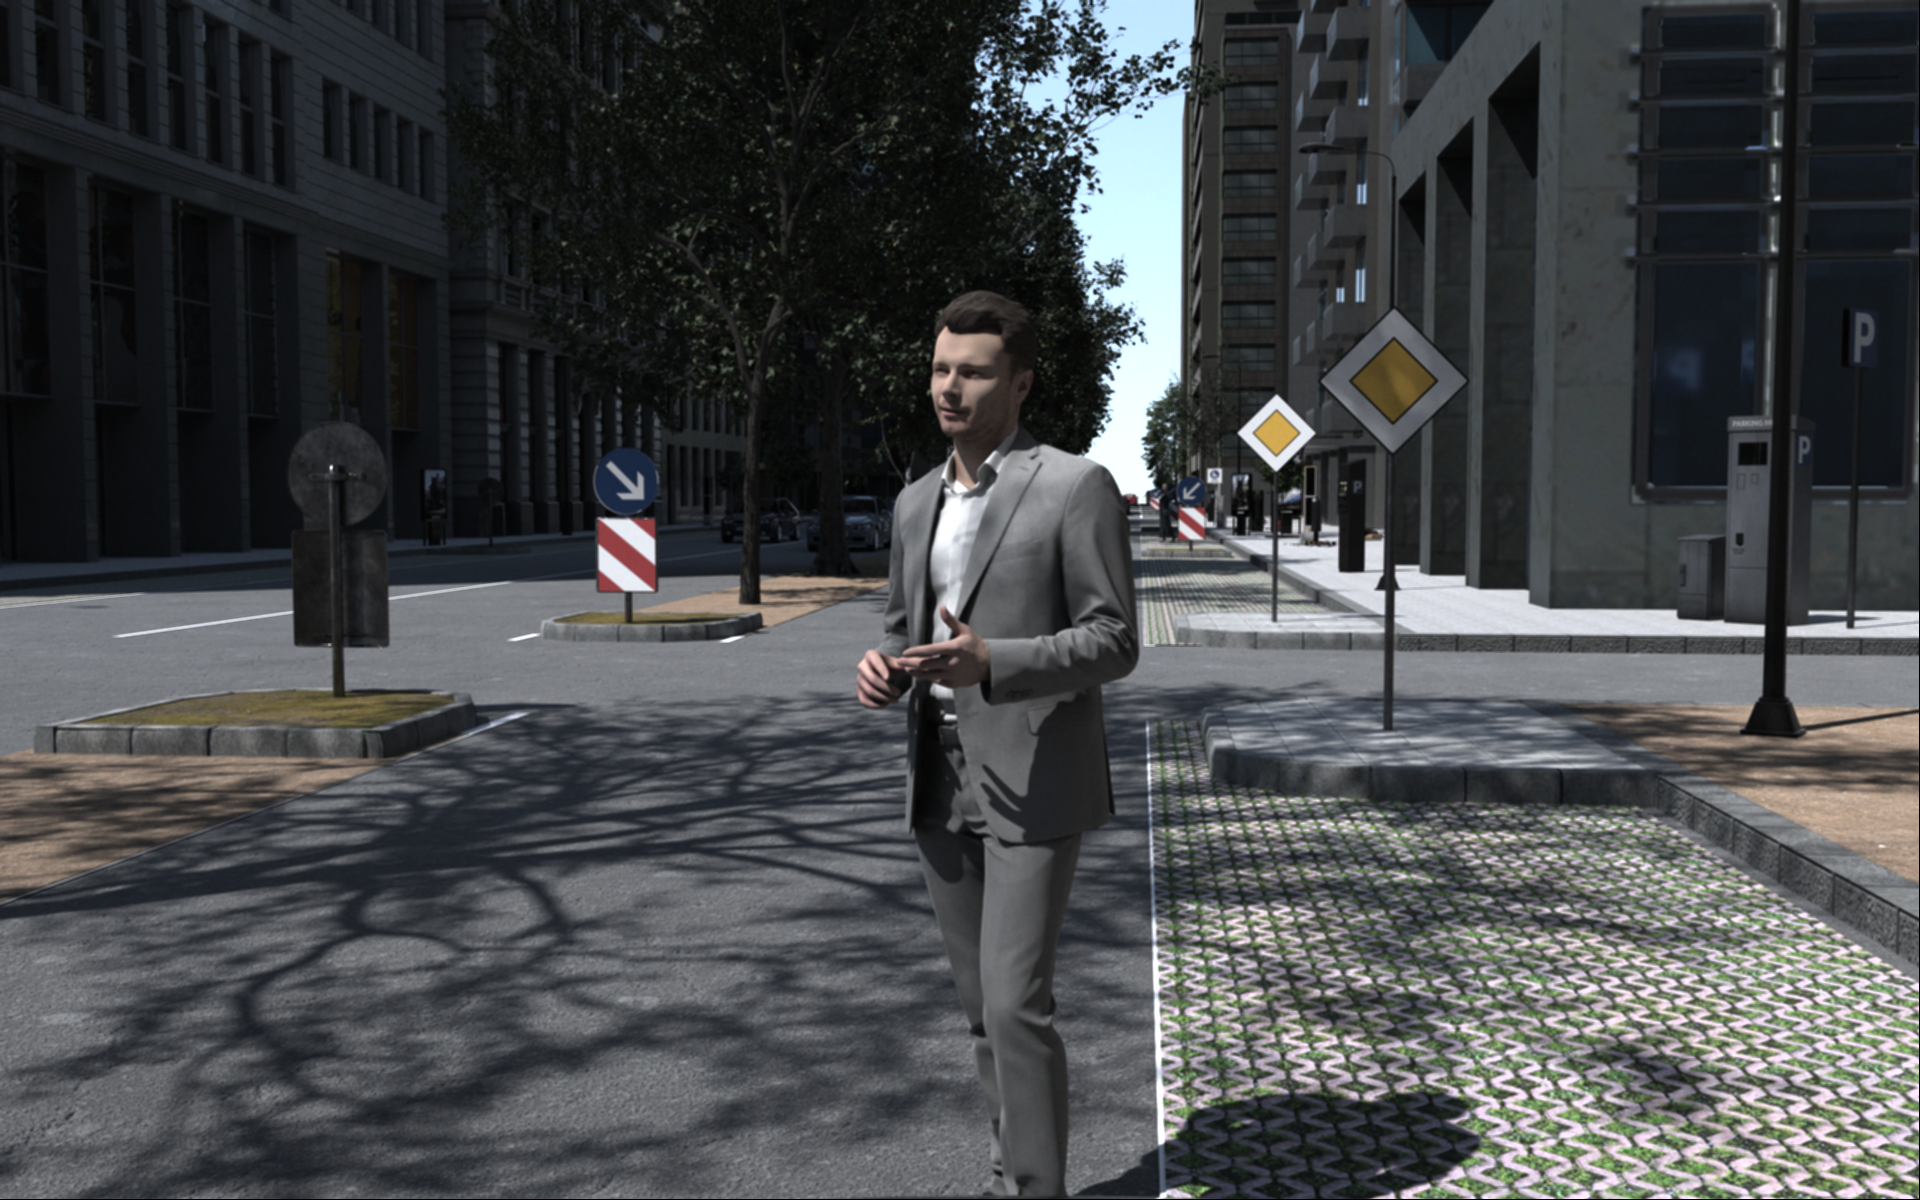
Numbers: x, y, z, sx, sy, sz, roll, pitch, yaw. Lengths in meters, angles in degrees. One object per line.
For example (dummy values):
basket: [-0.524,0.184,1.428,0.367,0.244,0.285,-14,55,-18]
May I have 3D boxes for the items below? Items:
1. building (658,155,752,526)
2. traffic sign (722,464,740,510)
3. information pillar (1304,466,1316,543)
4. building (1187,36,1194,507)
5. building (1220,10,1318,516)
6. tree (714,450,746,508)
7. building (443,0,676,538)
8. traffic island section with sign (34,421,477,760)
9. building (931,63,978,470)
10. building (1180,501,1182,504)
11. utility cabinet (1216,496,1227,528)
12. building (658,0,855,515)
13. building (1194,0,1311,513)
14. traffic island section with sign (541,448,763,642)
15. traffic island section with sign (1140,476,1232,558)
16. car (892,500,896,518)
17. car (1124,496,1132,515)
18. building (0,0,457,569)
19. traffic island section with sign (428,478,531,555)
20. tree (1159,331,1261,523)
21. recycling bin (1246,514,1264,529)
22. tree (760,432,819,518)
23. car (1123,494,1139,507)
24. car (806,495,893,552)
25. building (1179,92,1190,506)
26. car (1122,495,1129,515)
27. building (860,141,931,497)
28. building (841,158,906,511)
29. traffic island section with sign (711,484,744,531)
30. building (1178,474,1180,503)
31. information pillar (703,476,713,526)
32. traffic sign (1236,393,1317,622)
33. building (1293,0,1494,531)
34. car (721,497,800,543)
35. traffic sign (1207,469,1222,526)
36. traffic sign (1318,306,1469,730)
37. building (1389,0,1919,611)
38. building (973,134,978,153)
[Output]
building: [-16.291,-13.659,78.083,10.420,20.320,16.860,0,4,6]
traffic sign: [-9.752,-4.503,73.725,0.768,2.556,0.104,1,4,10]
information pillar: [9.227,-2.519,45.671,0.304,2.012,0.304,1,4,9]
building: [27.894,-29.012,157.934,14.154,41.232,14.086,0,4,6]
building: [23.034,-20.532,107.405,14.160,30.474,14.107,0,4,6]
tree: [-10.036,-4.976,75.962,1.663,3.219,1.824,0,3,0]
building: [-17.556,-14.115,59.653,11.050,23.489,19.941,0,4,6]
traffic island section with sign: [-3.993,-0.135,10.339,2.006,1.907,1.989,0,4,6]
building: [-13.170,-36.944,193.276,28.713,52.752,27.495,0,4,6]
building: [37.355,-35.647,206.523,21.300,48.544,21.600,0,4,6]
utility cabinet: [10.031,-3.380,66.420,0.306,1.237,1.020,1,4,15]
building: [-18.883,-27.838,109.774,22.147,44.769,28.867,0,4,6]
building: [27.857,-30.657,124.939,21.300,48.544,21.600,0,4,6]
traffic island section with sign: [-3.219,-0.585,17.706,2.006,1.907,1.989,0,4,6]
traffic island section with sign: [5.146,-1.887,39.488,1.989,1.847,2.006,0,4,6]
car: [-2.583,-5.007,91.448,1.945,1.707,3.694,0,4,5]
car: [10.989,-6.615,120.731,1.945,1.354,3.894,0,4,5]
building: [-21.458,-15.744,34.905,11.434,29.767,29.804,0,4,6]
traffic island section with sign: [-11.410,-2.009,41.479,1.989,1.847,2.006,0,4,6]
tree: [11.302,-7.790,77.733,4.360,8.622,3.978,0,3,0]
recycling bin: [10.869,-3.189,64.693,0.722,1.027,0.722,-2,4,-28]
tree: [-9.092,-6.630,92.114,4.285,4.588,4.351,0,3,0]
car: [19.085,-11.369,194.925,2.155,1.783,4.494,0,4,5]
car: [-2.764,-1.998,44.663,2.014,1.417,4.499,0,4,6]
building: [31.176,-32.943,188.722,14.600,45.320,14.200,0,4,6]
car: [10.342,-6.381,116.334,2.014,1.417,4.499,0,4,7]
building: [-10.340,-30.900,155.324,14.600,45.320,14.200,0,4,6]
building: [-20.934,-27.224,136.991,32.217,40.220,23.993,0,4,6]
traffic island section with sign: [-8.628,-3.649,68.291,1.989,1.847,2.006,0,4,6]
building: [41.152,-56.233,232.084,22.319,86.520,31.000,0,4,6]
information pillar: [-10.239,-4.027,70.339,0.304,2.012,0.304,1,4,13]
traffic sign: [3.152,-0.836,17.311,0.795,2.450,0.064,0,4,6]
building: [25.297,-27.439,68.243,23.786,49.044,30.456,0,4,6]
car: [-5.964,-2.408,51.945,1.945,1.354,3.894,0,4,7]
traffic sign: [10.166,-4.100,69.169,0.606,2.300,0.079,1,4,9]
traffic sign: [2.328,-0.350,9.369,0.795,2.450,0.064,0,4,6]
building: [23.142,-43.640,26.181,31.000,86.520,22.319,0,4,6]
building: [-7.052,-36.833,221.832,23.786,49.044,30.456,0,4,6]
